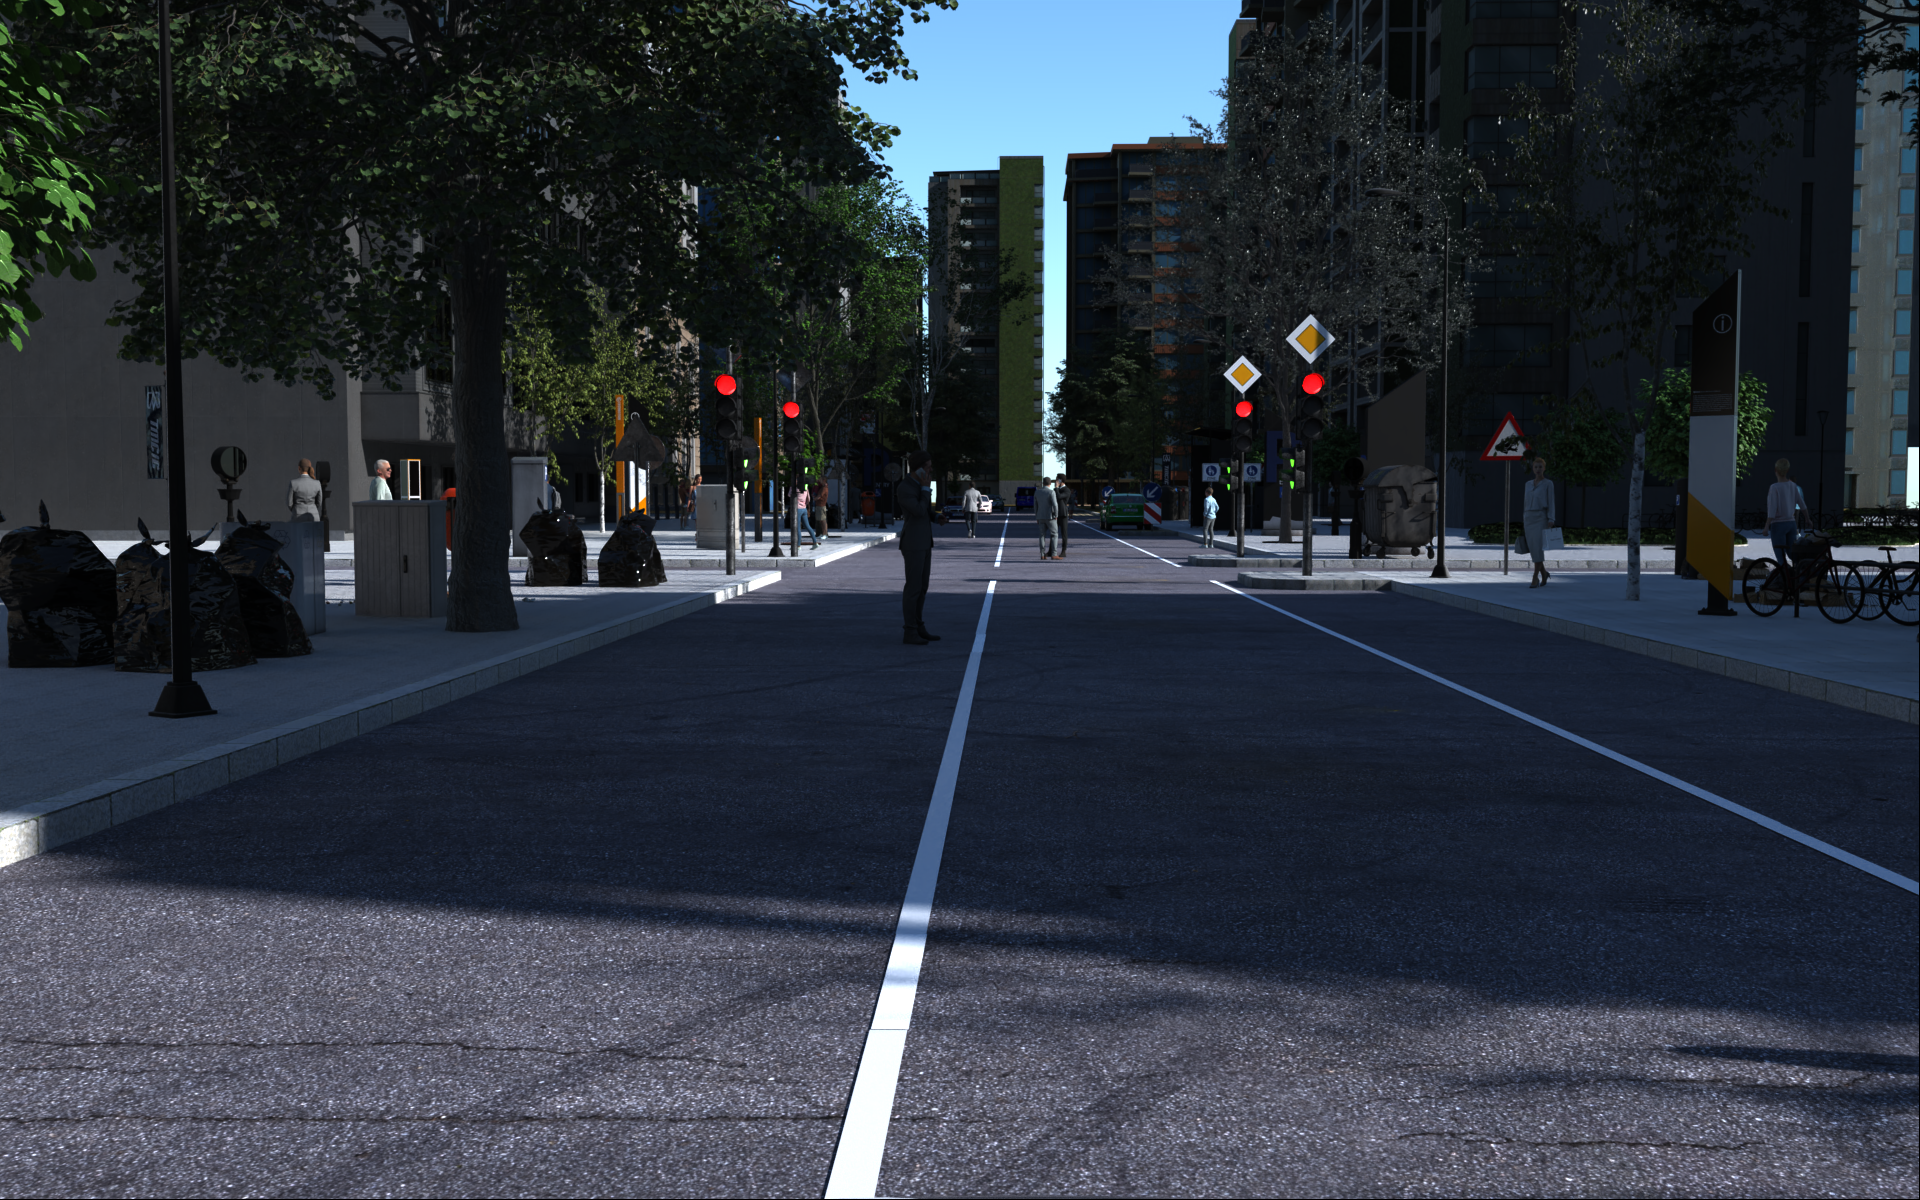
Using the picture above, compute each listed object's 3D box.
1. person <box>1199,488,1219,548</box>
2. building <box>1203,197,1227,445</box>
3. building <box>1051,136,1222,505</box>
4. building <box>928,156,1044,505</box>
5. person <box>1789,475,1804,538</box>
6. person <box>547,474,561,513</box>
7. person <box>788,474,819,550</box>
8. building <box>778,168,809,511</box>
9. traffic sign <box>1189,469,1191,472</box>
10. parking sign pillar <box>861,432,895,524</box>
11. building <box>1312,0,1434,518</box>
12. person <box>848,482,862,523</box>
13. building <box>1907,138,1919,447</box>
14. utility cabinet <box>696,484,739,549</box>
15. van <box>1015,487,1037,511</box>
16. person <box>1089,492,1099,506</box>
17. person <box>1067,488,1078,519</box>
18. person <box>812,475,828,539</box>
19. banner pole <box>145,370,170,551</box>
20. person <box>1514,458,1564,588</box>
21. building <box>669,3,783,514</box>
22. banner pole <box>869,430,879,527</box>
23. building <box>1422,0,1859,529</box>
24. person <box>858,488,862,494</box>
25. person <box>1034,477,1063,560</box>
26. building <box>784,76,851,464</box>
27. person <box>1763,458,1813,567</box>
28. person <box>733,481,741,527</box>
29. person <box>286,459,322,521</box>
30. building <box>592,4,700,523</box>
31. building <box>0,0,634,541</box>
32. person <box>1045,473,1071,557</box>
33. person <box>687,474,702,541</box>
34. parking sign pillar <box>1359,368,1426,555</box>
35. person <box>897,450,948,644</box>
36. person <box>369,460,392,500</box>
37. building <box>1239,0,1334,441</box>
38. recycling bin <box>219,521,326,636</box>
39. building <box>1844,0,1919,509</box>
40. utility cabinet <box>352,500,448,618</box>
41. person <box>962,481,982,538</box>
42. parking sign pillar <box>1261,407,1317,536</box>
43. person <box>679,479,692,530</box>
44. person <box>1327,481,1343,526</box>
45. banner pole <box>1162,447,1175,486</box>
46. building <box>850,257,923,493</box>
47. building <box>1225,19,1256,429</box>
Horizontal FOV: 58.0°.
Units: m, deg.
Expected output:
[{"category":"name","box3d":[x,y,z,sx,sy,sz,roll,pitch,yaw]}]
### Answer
[{"category":"person","box3d":[6.662,-2.202,46.320,0.589,1.601,0.330,-3,4,-37]},{"category":"building","box3d":[30.401,-24.213,167.577,14.160,30.474,14.107,0,4,2]},{"category":"building","box3d":[25.768,-34.279,215.084,28.867,44.769,22.147,0,4,2]},{"category":"building","box3d":[3.187,-32.341,212.367,14.086,41.232,14.154,0,4,2]},{"category":"person","box3d":[23.883,-2.662,49.580,0.660,1.820,0.620,-2,4,-26]},{"category":"person","box3d":[-10.211,-2.224,42.747,0.721,1.781,0.623,1,4,16]},{"category":"person","box3d":[-3.578,-2.022,39.687,0.643,1.750,0.593,2,4,27]},{"category":"building","box3d":[-27.024,-27.260,137.587,32.217,40.220,23.993,0,4,2]},{"category":"traffic sign","box3d":[9.224,-4.092,66.634,0.795,2.593,0.064,0,4,5]},{"category":"parking sign pillar","box3d":[-3.512,-5.219,73.809,1.447,3.967,1.447,0,4,-1]},{"category":"building","box3d":[30.229,-40.091,93.748,20.563,71.187,20.611,0,4,2]},{"category":"person","box3d":[-4.627,-4.284,76.194,0.694,1.812,0.767,-2,4,-34]},{"category":"building","box3d":[39.119,-22.487,51.257,14.086,41.232,14.154,0,4,2]},{"category":"utility cabinet","box3d":[-5.605,-1.914,39.965,1.173,1.500,0.318,3,5,42]},{"category":"van","box3d":[5.742,-8.763,147.657,2.240,2.365,5.245,0,4,3]},{"category":"person","box3d":[14.256,-10.810,183.496,1.217,1.735,0.721,0,4,-2]},{"category":"person","box3d":[6.325,-5.483,98.499,0.716,1.782,0.532,-2,4,-28]},{"category":"person","box3d":[-3.976,-2.665,49.587,0.580,1.828,0.573,2,4,30]},{"category":"banner pole","box3d":[-16.206,-2.759,35.128,0.863,3.779,0.401,2,4,25]},{"category":"person","box3d":[7.985,-1.063,23.781,0.624,1.780,0.694,-2,4,-24]},{"category":"building","box3d":[-19.944,-28.592,117.588,14.600,45.320,14.200,0,4,2]},{"category":"banner pole","box3d":[-3.344,-4.731,67.364,0.401,3.779,0.863,0,4,-6]},{"category":"building","box3d":[25.872,-18.232,69.800,14.160,30.474,14.107,0,4,2]},{"category":"person","box3d":[-9.113,-9.112,155.032,1.348,1.823,0.705,3,4,38]},{"category":"person","box3d":[1.903,-1.787,37.819,0.635,1.810,0.391,2,4,28]},{"category":"building","box3d":[-17.928,-29.658,168.509,14.086,41.232,14.154,0,4,2]},{"category":"person","box3d":[10.764,-0.953,22.290,0.731,1.740,0.598,-3,4,-37]},{"category":"person","box3d":[-8.225,-3.461,63.305,0.731,1.740,0.598,3,5,39]},{"category":"person","box3d":[-9.535,-1.143,25.006,0.573,1.790,0.520,3,4,37]},{"category":"building","box3d":[-20.947,-18.389,86.560,13.634,28.700,20.117,0,4,2]},{"category":"building","box3d":[-21.704,-14.837,61.655,14.314,24.678,30.058,0,4,2]},{"category":"person","box3d":[2.219,-1.926,39.357,0.474,1.900,0.648,-3,4,-37]},{"category":"person","box3d":[-6.955,-2.425,45.785,0.616,1.811,0.778,-2,4,-24]},{"category":"parking sign pillar","box3d":[9.255,-2.974,37.092,1.447,3.967,1.447,-1,4,-9]},{"category":"person","box3d":[-0.345,-0.511,16.654,0.447,1.846,0.655,1,4,13]},{"category":"person","box3d":[-8.179,-1.093,24.397,0.515,1.767,0.782,-2,4,-27]},{"category":"building","box3d":[32.903,-29.165,131.467,22.147,44.769,28.867,0,4,2]},{"category":"recycling bin","box3d":[-6.248,-0.197,15.770,0.722,1.027,0.722,0,4,-3]},{"category":"building","box3d":[70.650,-33.102,160.828,30.456,49.044,23.786,0,4,2]},{"category":"utility cabinet","box3d":[-5.904,-0.434,18.250,1.020,1.237,0.306,2,4,23]},{"category":"person","box3d":[0.402,-2.939,56.394,0.661,1.843,0.795,-1,4,-8]},{"category":"parking sign pillar","box3d":[10.776,-4.117,55.778,1.447,3.967,1.447,-3,5,-39]},{"category":"person","box3d":[-9.860,-3.441,62.279,0.580,1.828,0.573,0,4,6]},{"category":"person","box3d":[14.946,-3.873,69.495,0.853,1.813,0.709,-2,4,-29]},{"category":"banner pole","box3d":[11.124,-6.235,91.953,0.863,3.779,0.401,0,4,6]},{"category":"building","box3d":[-11.757,-26.927,211.950,14.107,30.474,14.160,0,4,2]},{"category":"building","box3d":[30.413,-28.720,153.172,14.154,41.232,14.086,0,4,2]}]
